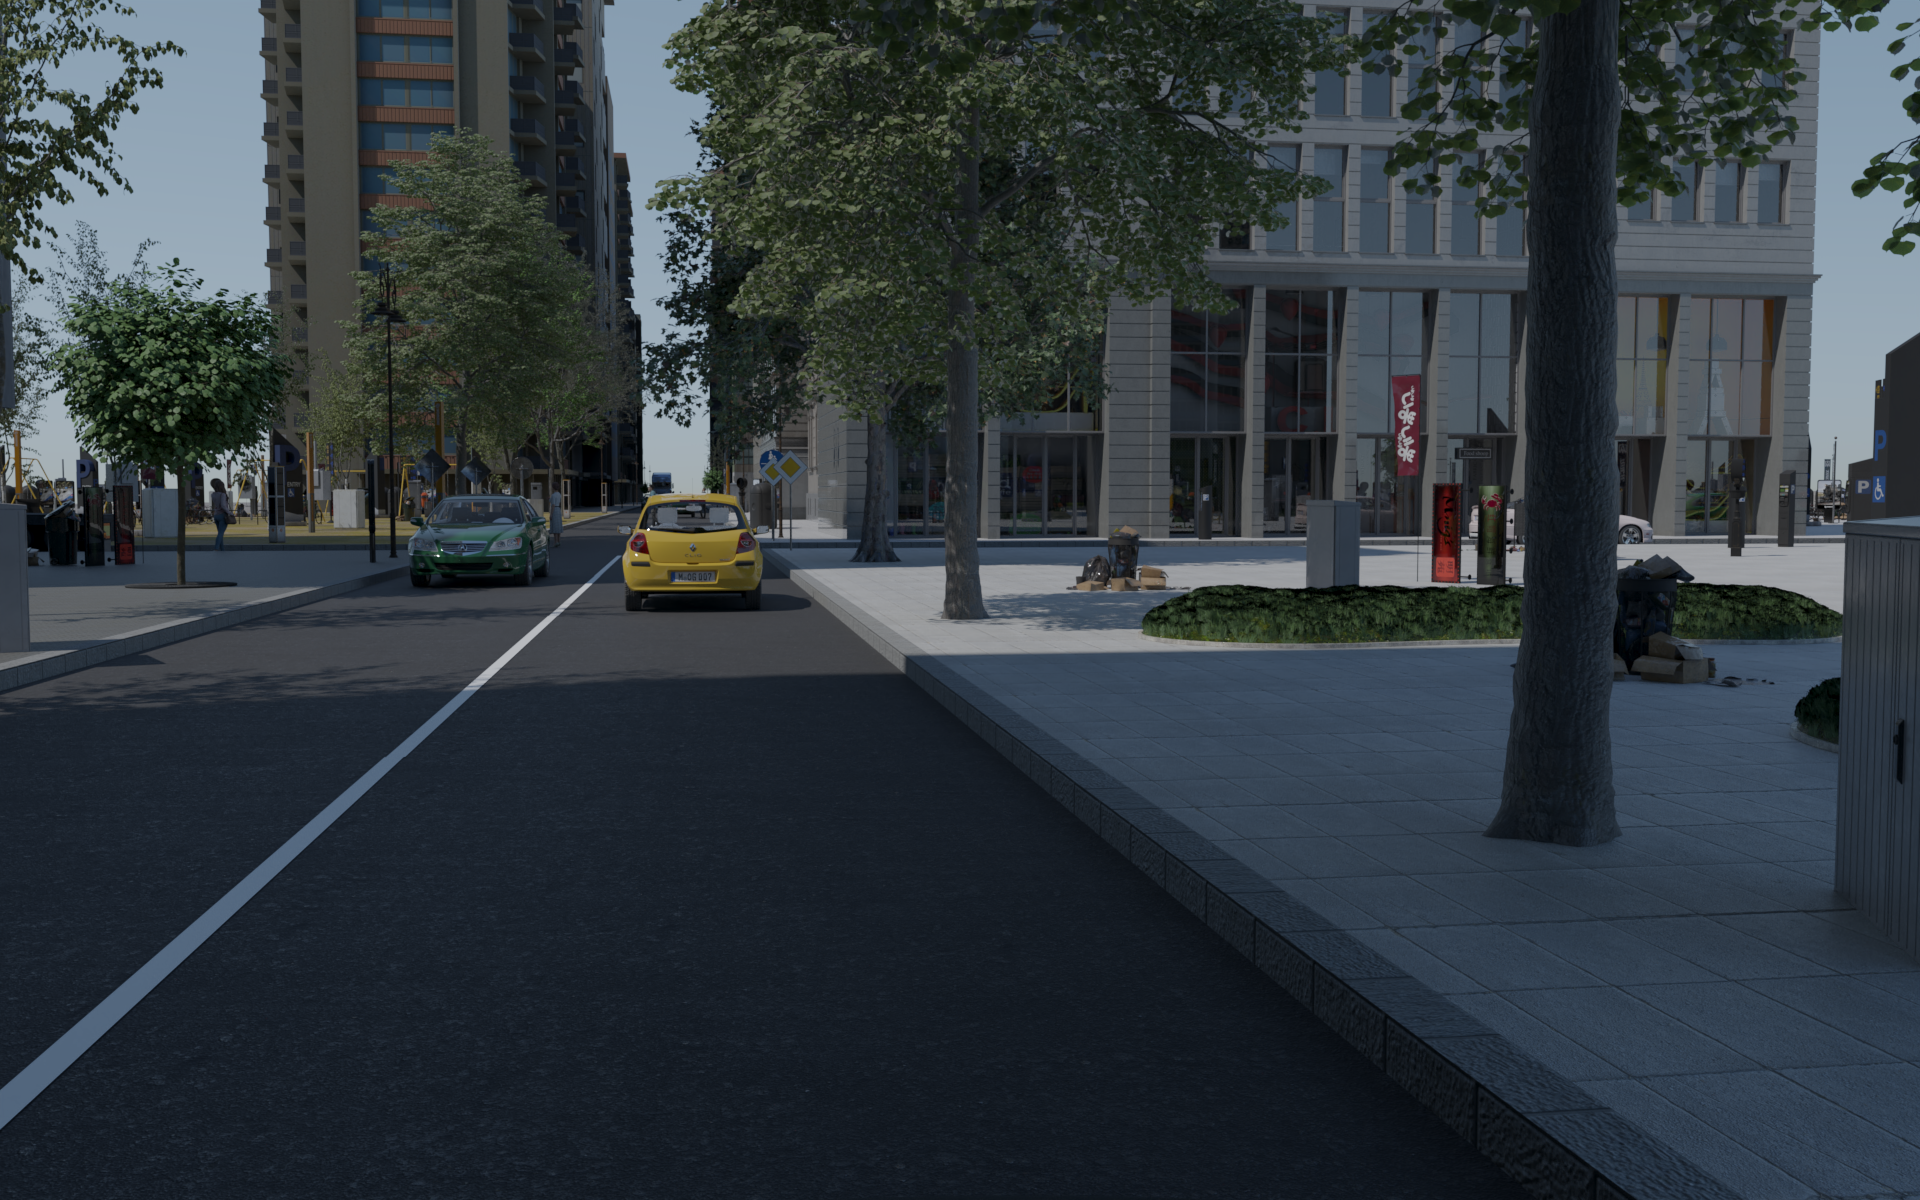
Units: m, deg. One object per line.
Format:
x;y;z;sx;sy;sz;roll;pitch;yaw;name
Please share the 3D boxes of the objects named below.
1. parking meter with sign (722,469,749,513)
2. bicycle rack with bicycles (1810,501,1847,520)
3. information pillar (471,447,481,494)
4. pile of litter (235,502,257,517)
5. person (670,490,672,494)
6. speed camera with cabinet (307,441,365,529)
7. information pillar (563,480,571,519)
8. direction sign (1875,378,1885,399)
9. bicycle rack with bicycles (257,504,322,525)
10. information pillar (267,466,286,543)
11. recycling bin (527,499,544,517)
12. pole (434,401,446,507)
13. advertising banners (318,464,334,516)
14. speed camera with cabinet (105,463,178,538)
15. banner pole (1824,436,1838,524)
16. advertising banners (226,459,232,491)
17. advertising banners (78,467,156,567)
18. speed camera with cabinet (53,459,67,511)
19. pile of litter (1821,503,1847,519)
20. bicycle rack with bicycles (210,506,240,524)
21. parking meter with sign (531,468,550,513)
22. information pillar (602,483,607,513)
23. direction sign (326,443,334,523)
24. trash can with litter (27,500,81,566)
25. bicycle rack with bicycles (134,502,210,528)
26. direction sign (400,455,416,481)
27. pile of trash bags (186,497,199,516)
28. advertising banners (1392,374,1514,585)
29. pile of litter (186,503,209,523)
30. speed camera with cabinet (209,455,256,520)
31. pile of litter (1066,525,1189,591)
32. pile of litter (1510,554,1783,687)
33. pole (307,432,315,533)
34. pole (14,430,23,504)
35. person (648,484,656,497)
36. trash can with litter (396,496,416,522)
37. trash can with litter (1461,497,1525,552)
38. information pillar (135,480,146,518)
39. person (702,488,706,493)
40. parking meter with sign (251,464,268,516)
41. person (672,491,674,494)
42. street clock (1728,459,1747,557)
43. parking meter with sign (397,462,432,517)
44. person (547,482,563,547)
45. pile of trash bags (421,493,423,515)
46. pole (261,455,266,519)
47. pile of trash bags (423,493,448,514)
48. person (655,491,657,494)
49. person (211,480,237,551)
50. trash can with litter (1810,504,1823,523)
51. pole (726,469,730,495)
-15.338;-7.475;118.478;1.738;3.016;0.543;1;4;9;parking meter with sign
42.386;-4.400;85.324;2.852;0.926;2.925;-3;5;-42;bicycle rack with bicycles
-24.154;-5.816;86.443;0.504;3.616;0.183;-3;5;-42;information pillar
-39.777;-5.030;96.205;1.176;0.858;1.719;-3;5;-39;pile of litter
-24.405;-8.391;146.217;0.617;1.759;0.750;0;4;-6;person
-23.254;-4.293;64.520;2.038;3.252;0.660;1;4;11;speed camera with cabinet
-20.386;-5.218;89.802;0.304;2.012;0.304;0;4;3;information pillar
18.141;-2.579;34.170;0.379;3.537;0.876;1;4;14;direction sign
-28.014;-3.642;72.930;2.852;0.926;2.925;2;4;26;bicycle rack with bicycles
-17.950;-2.507;45.481;0.304;2.012;0.304;2;4;24;information pillar
-20.887;-4.443;85.193;0.722;1.027;0.722;-1;4;-20;recycling bin
-11.472;-2.715;38.235;0.158;3.312;0.155;0;3;0;pole
-36.382;-6.384;100.560;0.090;3.025;2.074;2;4;33;advertising banners
-23.721;-3.429;50.395;0.660;3.252;2.038;2;4;35;speed camera with cabinet
38.084;-5.228;75.493;0.401;3.779;0.863;1;4;19;banner pole
-36.633;-5.490;85.952;0.090;3.025;2.074;0;4;7;advertising banners
-15.239;-2.158;31.471;0.090;3.025;2.074;1;4;14;advertising banners
-51.198;-6.364;98.392;0.660;3.252;2.038;-2;4;-32;speed camera with cabinet
44.637;-4.519;87.848;1.176;0.858;1.719;-3;4;-36;pile of litter
-31.932;-3.650;73.059;2.852;0.926;2.925;3;4;38;bicycle rack with bicycles
-28.701;-7.409;117.404;1.738;3.016;0.543;0;4;-7;parking meter with sign
-23.757;-6.804;115.732;0.304;2.012;0.304;0;4;0;information pillar
-27.829;-5.172;76.552;0.379;3.537;0.876;-3;4;-38;direction sign
-16.392;-1.206;31.111;1.055;1.170;0.624;-2;4;-30;trash can with litter
-30.502;-3.208;65.826;2.852;0.926;2.925;-1;4;-9;bicycle rack with bicycles
-32.208;-6.676;101.148;0.876;3.537;0.379;-1;4;-11;direction sign
-42.955;-5.161;94.130;3.447;1.369;1.912;0;4;8;pile of trash bags
7.023;-1.754;24.860;0.090;3.025;2.074;-3;4;-39;advertising banners
-34.457;-3.890;77.565;1.176;0.858;1.719;0;4;-2;pile of litter
-35.461;-5.506;84.356;2.038;3.252;0.660;0;4;-6;speed camera with cabinet
2.299;-0.572;23.310;1.719;0.858;1.176;0;4;6;pile of litter
4.749;0.112;12.136;1.176;0.858;1.719;-2;4;-33;pile of litter
-21.506;-3.886;57.374;0.158;3.312;0.155;0;3;0;pole
-30.048;-3.758;55.294;0.158;3.312;0.155;0;3;0;pole
-12.174;-3.704;69.086;0.620;1.820;0.660;0;4;-7;person
-25.943;-4.253;80.916;1.055;1.170;0.624;2;4;27;trash can with litter
12.344;-1.713;39.064;2.233;1.210;1.678;0;4;8;trash can with litter
-43.604;-5.350;91.959;0.304;2.012;0.304;-1;4;-12;information pillar
-14.974;-5.632;100.770;0.473;1.802;0.592;2;4;34;person
-40.451;-6.414;101.135;1.738;3.016;0.543;1;4;12;parking meter with sign
-30.097;-10.623;182.634;0.568;1.767;0.683;1;4;17;person
15.939;-1.893;35.514;0.358;2.002;0.471;2;4;32;street clock
-29.833;-6.022;94.723;1.738;3.016;0.543;-1;4;-13;parking meter with sign
-10.945;-2.294;46.573;0.524;1.755;0.480;1;4;12;person
-33.379;-5.987;107.644;1.912;1.369;3.447;-1;4;-22;pile of trash bags
-36.357;-5.904;90.370;0.158;3.312;0.155;0;3;0;pole
-28.930;-5.523;100.061;1.912;1.369;3.447;1;4;22;pile of trash bags
-30.304;-9.972;172.479;0.756;1.711;0.436;2;4;25;person
-16.936;-1.868;39.636;0.593;1.750;0.643;2;4;29;person
35.876;-3.777;73.137;1.055;1.170;0.624;2;4;30;trash can with litter
-14.985;-7.219;111.873;0.158;3.312;0.155;0;3;0;pole
